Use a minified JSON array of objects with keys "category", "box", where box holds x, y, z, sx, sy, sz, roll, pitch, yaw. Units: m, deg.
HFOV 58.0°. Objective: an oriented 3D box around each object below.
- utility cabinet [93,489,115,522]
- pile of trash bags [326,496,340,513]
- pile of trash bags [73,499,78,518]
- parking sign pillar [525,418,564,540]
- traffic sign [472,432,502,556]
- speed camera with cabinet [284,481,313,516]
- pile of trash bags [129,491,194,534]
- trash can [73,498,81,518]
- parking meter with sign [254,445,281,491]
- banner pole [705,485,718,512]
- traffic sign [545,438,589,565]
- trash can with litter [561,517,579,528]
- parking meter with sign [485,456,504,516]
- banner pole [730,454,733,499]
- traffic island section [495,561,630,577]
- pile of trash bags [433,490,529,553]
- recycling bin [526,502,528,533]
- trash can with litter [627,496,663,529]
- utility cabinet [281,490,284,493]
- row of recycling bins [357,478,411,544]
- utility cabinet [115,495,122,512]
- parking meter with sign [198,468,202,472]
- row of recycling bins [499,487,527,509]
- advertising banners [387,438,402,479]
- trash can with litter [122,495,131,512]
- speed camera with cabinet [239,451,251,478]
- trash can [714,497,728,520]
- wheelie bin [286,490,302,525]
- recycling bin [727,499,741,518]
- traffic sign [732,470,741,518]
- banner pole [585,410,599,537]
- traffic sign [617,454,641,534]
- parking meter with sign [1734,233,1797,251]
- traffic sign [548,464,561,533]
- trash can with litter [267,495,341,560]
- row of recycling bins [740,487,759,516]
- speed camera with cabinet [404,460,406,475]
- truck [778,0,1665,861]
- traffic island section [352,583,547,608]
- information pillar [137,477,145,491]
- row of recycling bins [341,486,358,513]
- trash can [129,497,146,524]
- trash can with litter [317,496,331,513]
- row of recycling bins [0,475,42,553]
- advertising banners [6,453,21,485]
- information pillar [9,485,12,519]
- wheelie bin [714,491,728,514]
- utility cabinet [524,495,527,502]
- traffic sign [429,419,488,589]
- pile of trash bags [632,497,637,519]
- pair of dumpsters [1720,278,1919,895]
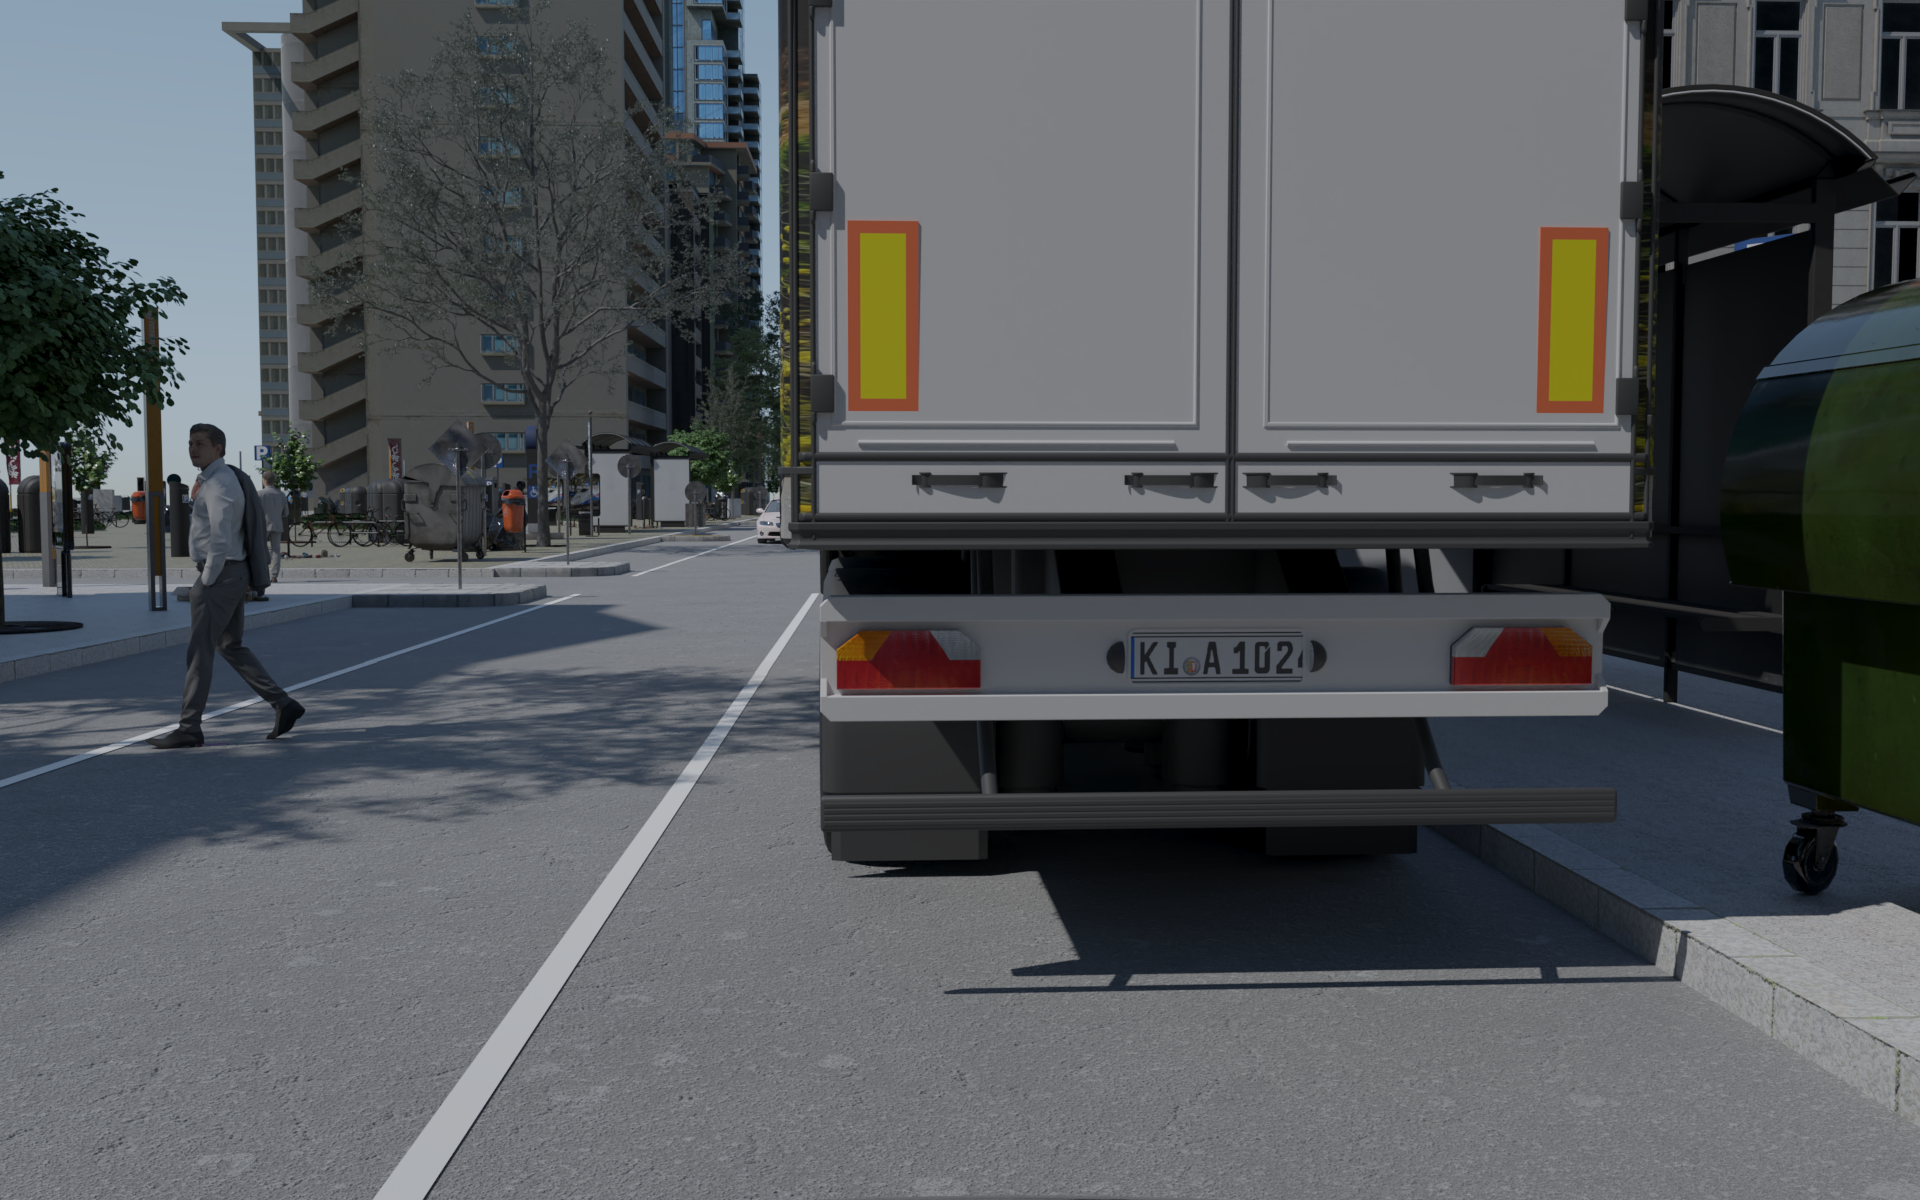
[{"category":"utility cabinet","box":[-39.577,-4.347,79.745,1.173,1.500,0.318,-1,4,-8]},{"category":"pile of trash bags","box":[-36.218,-5.679,102.607,3.447,1.369,1.912,2,4,30]},{"category":"pile of trash bags","box":[-44.657,-4.638,85.584,1.912,1.369,3.447,-2,4,-27]},{"category":"parking sign pillar","box":[-11.969,-3.705,49.046,1.447,3.967,1.447,0,4,-6]},{"category":"traffic sign","box":[-9.836,-2.181,35.757,0.768,2.556,0.104,0,4,-2]},{"category":"speed camera with cabinet","box":[-37.396,-6.338,97.957,0.660,3.252,2.038,1,4,12]},{"category":"pile of trash bags","box":[-26.041,-2.925,57.573,1.912,1.369,3.447,2,4,23]},{"category":"trash can","box":[-35.782,-3.584,70.245,0.748,1.137,0.748,0,3,0]},{"category":"parking meter with sign","box":[-24.920,-4.069,62.792,0.543,3.016,1.738,0,4,1]},{"category":"banner pole","box":[-12.778,-6.086,89.519,0.863,3.779,0.401,0,4,7]},{"category":"traffic sign","box":[-7.084,-1.689,31.263,0.795,2.450,0.064,0,4,-2]},{"category":"trash can with litter","box":[-16.247,-3.788,72.986,2.233,1.210,1.678,-3,4,-38]},{"category":"parking meter with sign","box":[-21.114,-5.000,78.018,0.543,3.016,1.738,0,4,6]},{"category":"banner pole","box":[-14.081,-7.109,106.253,0.401,3.779,0.863,-2,4,-28]},{"category":"traffic island section","box":[-7.107,-0.553,31.324,2.009,0.180,2.903,0,4,-2]},{"category":"pile of trash bags","box":[-10.559,-1.778,38.822,1.912,1.369,3.447,-3,4,-38]},{"category":"recycling bin","box":[-14.184,-2.671,56.225,0.722,1.027,0.722,0,4,6]},{"category":"trash can with litter","box":[-11.868,-3.254,64.253,1.678,1.210,2.233,1,4,12]},{"category":"utility cabinet","box":[-38.832,-5.543,99.311,1.173,1.500,0.318,2,4,24]},{"category":"row of recycling bins","box":[-15.132,-2.381,46.042,1.069,1.692,3.534,-2,4,-27]},{"category":"utility cabinet","box":[-45.535,-5.000,92.914,1.020,1.237,0.306,-2,4,-28]},{"category":"parking meter with sign","box":[-38.166,-5.663,88.853,0.543,3.016,1.738,2,4,27]},{"category":"row of recycling bins","box":[-26.236,-5.701,100.322,3.534,1.692,1.069,-3,5,-42]},{"category":"advertising banners","box":[-17.287,-3.594,54.952,0.090,3.025,2.074,2,4,34]},{"category":"trash can with litter","box":[-47.858,-5.456,100.262,1.678,1.210,2.233,2,4,27]},{"category":"speed camera with cabinet","box":[-33.624,-5.199,79.346,2.038,3.252,0.660,-2,4,-34]},{"category":"trash can","box":[-11.874,-4.555,86.135,0.748,1.137,0.748,0,3,0]},{"category":"wheelie bin","box":[-27.433,-3.873,71.227,0.693,1.594,0.980,-2,4,-29]},{"category":"recycling bin","box":[-12.295,-4.969,93.803,0.722,1.027,0.722,-2,4,-24]},{"category":"traffic sign","box":[-11.735,-5.473,89.484,0.884,2.594,0.081,0,4,6]},{"category":"banner pole","box":[-11.122,-3.797,52.104,0.401,3.779,0.863,-1,4,-19]},{"category":"traffic sign","box":[-10.583,-3.382,55.398,0.768,2.556,0.104,0,4,4]},{"category":"parking meter with sign","box":[6.186,-0.979,12.274,1.738,3.016,0.543,-2,4,-35]},{"category":"traffic sign","box":[-12.275,-3.234,52.983,0.768,2.556,0.104,0,4,7]},{"category":"trash can with litter","box":[-13.270,-1.446,34.693,1.678,1.210,2.233,2,4,35]},{"category":"row of recycling bins","box":[-12.679,-5.980,104.879,1.069,1.692,3.534,-1,4,-12]},{"category":"speed camera with cabinet","box":[-32.669,-6.600,102.251,0.660,3.252,2.038,0,4,4]},{"category":"truck","box":[0.394,-1.305,10.247,2.839,4.237,11.283,0,4,-3]},{"category":"traffic island section","box":[-6.758,-0.065,23.346,2.009,0.180,2.903,0,4,-2]},{"category":"information pillar","box":[-35.476,-4.316,75.057,0.304,2.012,0.304,-1,4,-22]},{"category":"row of recycling bins","box":[-29.703,-4.946,87.978,1.069,1.692,3.534,1,4,19]},{"category":"trash can","box":[-34.911,-3.794,73.688,0.748,1.137,0.748,0,3,0]},{"category":"trash can with litter","box":[-29.196,-4.205,80.136,1.055,1.170,0.624,1,4,15]},{"category":"row of recycling bins","box":[-21.482,-1.863,37.573,3.534,1.692,1.069,-1,4,-12]},{"category":"advertising banners","box":[-26.981,-3.333,50.681,2.074,3.025,0.090,0,4,5]},{"category":"information pillar","box":[-49.183,-6.013,89.668,0.183,3.616,0.504,-2,4,-32]},{"category":"wheelie bin","box":[-13.992,-5.731,101.609,0.980,1.594,0.693,1,4,16]},{"category":"utility cabinet","box":[-23.447,-5.138,95.175,1.020,1.237,0.306,-1,4,-9]},{"category":"traffic sign","box":[-6.735,-1.201,23.286,0.795,2.450,0.064,0,4,-2]},{"category":"pile of trash bags","box":[-17.211,-4.779,87.895,3.447,1.369,1.912,-2,4,-25]},{"category":"pair of dumpsters","box":[3.347,-0.062,3.512,1.574,2.255,4.437,0,4,-2]}]
